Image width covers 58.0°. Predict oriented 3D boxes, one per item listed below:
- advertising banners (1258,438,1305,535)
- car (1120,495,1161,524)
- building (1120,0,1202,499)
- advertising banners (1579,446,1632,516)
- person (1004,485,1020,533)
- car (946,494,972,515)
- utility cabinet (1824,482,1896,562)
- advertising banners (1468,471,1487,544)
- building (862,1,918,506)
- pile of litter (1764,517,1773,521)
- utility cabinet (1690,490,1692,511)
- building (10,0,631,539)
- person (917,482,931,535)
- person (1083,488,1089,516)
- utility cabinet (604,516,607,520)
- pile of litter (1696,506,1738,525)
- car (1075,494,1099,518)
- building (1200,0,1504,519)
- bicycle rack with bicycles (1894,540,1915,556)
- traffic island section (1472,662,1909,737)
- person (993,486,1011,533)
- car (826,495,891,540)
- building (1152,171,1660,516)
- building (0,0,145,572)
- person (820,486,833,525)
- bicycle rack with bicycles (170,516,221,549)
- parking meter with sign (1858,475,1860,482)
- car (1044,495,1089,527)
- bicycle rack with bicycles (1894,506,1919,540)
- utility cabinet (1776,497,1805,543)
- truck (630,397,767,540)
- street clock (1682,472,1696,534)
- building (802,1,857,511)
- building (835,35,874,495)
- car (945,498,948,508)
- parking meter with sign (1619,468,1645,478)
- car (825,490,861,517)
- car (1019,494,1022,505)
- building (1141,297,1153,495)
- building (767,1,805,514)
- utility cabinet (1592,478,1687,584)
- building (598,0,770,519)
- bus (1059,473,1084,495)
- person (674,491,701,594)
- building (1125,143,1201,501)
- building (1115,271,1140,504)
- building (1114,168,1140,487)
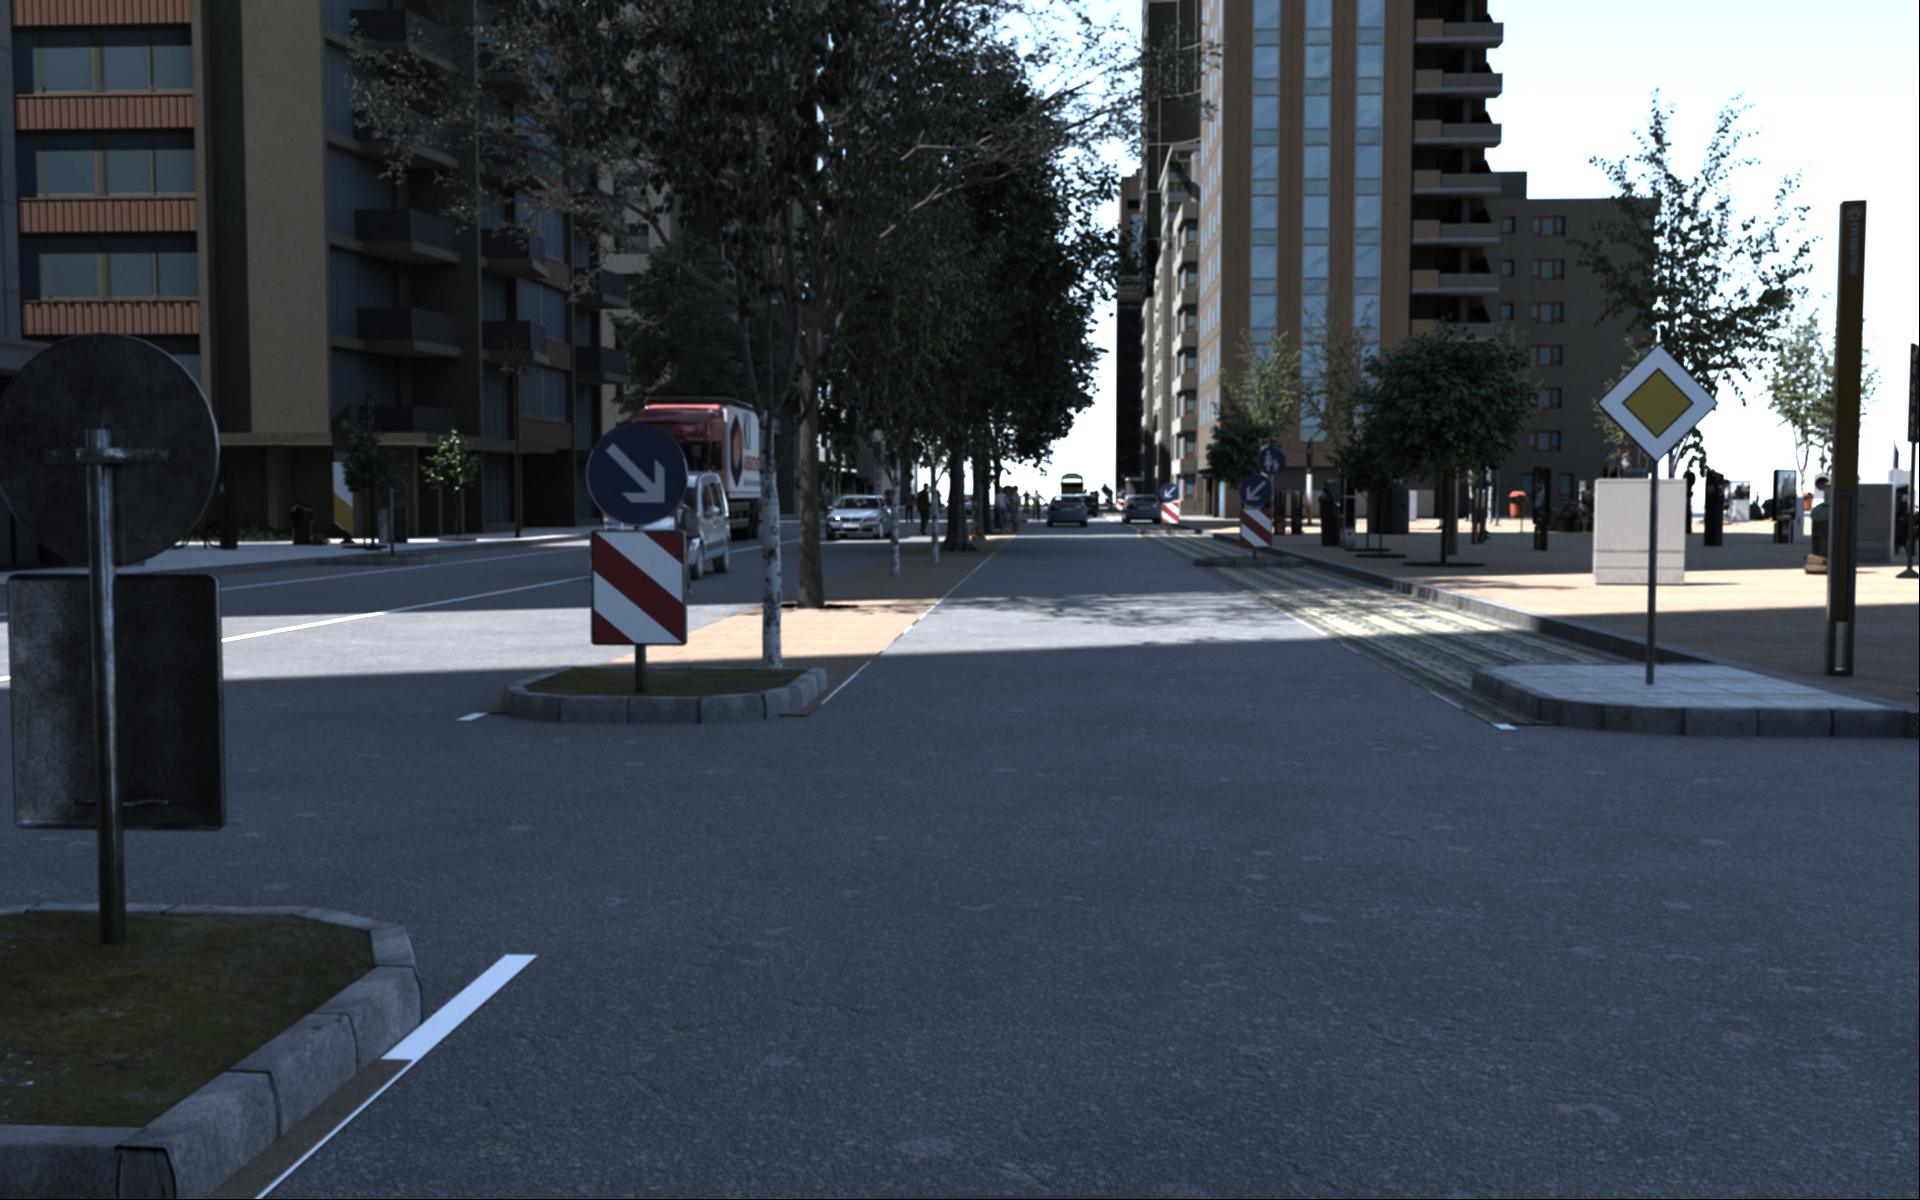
[{"bbox_3d":[10.082,-3.562,54.419,2.074,3.025,0.090,-2,4,-35],"label":"advertising banners"},{"bbox_3d":[8.835,-4.414,84.175,2.014,1.417,4.499,0,4,2],"label":"car"},{"bbox_3d":[29.738,-46.863,204.461,20.563,71.187,20.611,0,4,3],"label":"building"},{"bbox_3d":[23.710,-4.123,63.591,2.074,3.025,0.090,-1,4,-10],"label":"advertising banners"},{"bbox_3d":[1.921,-3.288,62.833,0.524,1.755,0.480,-2,4,-34],"label":"person"},{"bbox_3d":[0.285,-5.580,103.036,2.131,1.459,4.920,0,4,4],"label":"car"},{"bbox_3d":[17.011,-1.475,32.789,1.173,1.500,0.318,3,5,40],"label":"utility cabinet"},{"bbox_3d":[13.198,-2.940,44.265,0.090,3.025,2.074,2,4,29],"label":"advertising banners"},{"bbox_3d":[-16.037,-55.359,217.783,22.319,86.520,31.000,0,4,3],"label":"building"},{"bbox_3d":[38.609,-4.124,81.388,1.176,0.858,1.719,-1,4,-9],"label":"pile of litter"},{"bbox_3d":[23.375,-2.949,56.893,1.173,1.500,0.318,0,4,7],"label":"utility cabinet"},{"bbox_3d":[-24.734,-24.926,62.159,22.147,44.769,28.867,0,4,3],"label":"building"},{"bbox_3d":[-1.236,-3.208,60.869,0.656,1.842,0.836,1,4,13],"label":"person"},{"bbox_3d":[8.396,-6.532,115.308,0.705,1.822,1.348,2,4,34],"label":"person"},{"bbox_3d":[-17.973,-4.677,85.141,1.173,1.500,0.318,0,4,7],"label":"utility cabinet"},{"bbox_3d":[31.599,-3.556,72.098,1.719,0.858,1.176,3,5,40],"label":"pile of litter"},{"bbox_3d":[7.599,-5.947,107.025,2.009,1.686,4.222,0,4,4],"label":"car"},{"bbox_3d":[20.644,-27.180,94.506,14.600,45.320,14.200,0,4,3],"label":"building"},{"bbox_3d":[19.768,-1.456,37.183,2.852,0.926,2.925,3,4,36],"label":"bicycle rack with bicycles"},{"bbox_3d":[4.677,0.647,11.702,2.009,0.180,2.903,0,4,3],"label":"traffic island section"},{"bbox_3d":[1.644,-3.356,64.035,0.731,1.740,0.598,-1,4,-20],"label":"person"},{"bbox_3d":[-3.215,-2.690,55.988,2.014,1.417,4.499,0,4,5],"label":"car"},{"bbox_3d":[27.774,-16.595,116.360,27.650,21.520,28.899,0,4,3],"label":"building"},{"bbox_3d":[-25.045,-35.883,24.939,20.563,71.187,20.611,0,4,3],"label":"building"},{"bbox_3d":[-6.116,-4.342,79.606,0.709,1.813,0.853,1,4,15],"label":"person"},{"bbox_3d":[-18.862,-1.632,40.066,2.925,0.926,2.852,1,4,12],"label":"bicycle rack with bicycles"},{"bbox_3d":[32.225,-4.058,62.606,0.543,3.016,1.738,3,5,43],"label":"parking meter with sign"},{"bbox_3d":[4.719,-3.951,76.596,2.014,1.417,4.499,0,4,2],"label":"car"},{"bbox_3d":[29.228,-2.373,52.183,2.852,0.926,2.925,1,4,8],"label":"bicycle rack with bicycles"},{"bbox_3d":[22.074,-2.132,46.022,1.020,1.237,0.306,-3,5,-41],"label":"utility cabinet"},{"bbox_3d":[-7.818,-3.884,52.424,2.839,4.237,11.283,0,4,2],"label":"truck"},{"bbox_3d":[23.508,-3.139,55.891,0.358,2.002,0.471,0,4,-5],"label":"street clock"},{"bbox_3d":[-20.793,-31.357,132.301,23.786,49.044,30.456,0,4,3],"label":"building"},{"bbox_3d":[-15.377,-30.845,154.422,14.600,45.320,14.200,0,4,3],"label":"building"},{"bbox_3d":[-0.489,-9.892,174.098,2.083,1.381,4.827,0,4,4],"label":"car"},{"bbox_3d":[19.697,-3.346,50.964,1.738,3.016,0.543,0,4,0],"label":"parking meter with sign"},{"bbox_3d":[-4.920,-4.056,76.542,2.015,1.641,3.980,0,4,2],"label":"car"},{"bbox_3d":[7.461,-13.859,235.640,2.155,1.783,4.494,0,4,2],"label":"car"},{"bbox_3d":[29.867,-18.401,145.897,27.650,21.520,28.899,0,4,3],"label":"building"},{"bbox_3d":[-17.791,-26.019,109.001,14.154,41.232,14.086,0,4,3],"label":"building"},{"bbox_3d":[9.562,-0.961,24.392,1.173,1.500,0.318,1,4,10],"label":"utility cabinet"},{"bbox_3d":[-18.520,-19.784,95.173,14.160,30.474,14.107,0,4,3],"label":"building"},{"bbox_3d":[12.913,-12.739,199.833,2.896,3.916,12.252,0,4,3],"label":"bus"},{"bbox_3d":[-3.961,-0.826,24.593,0.523,1.515,0.503,-1,4,-16],"label":"person"},{"bbox_3d":[33.760,-29.962,181.763,32.217,40.220,23.993,0,4,3],"label":"building"},{"bbox_3d":[27.038,-27.616,223.218,14.160,30.474,14.107,0,4,3],"label":"building"},{"bbox_3d":[28.620,-35.914,237.300,14.600,45.320,14.200,0,4,3],"label":"building"}]
